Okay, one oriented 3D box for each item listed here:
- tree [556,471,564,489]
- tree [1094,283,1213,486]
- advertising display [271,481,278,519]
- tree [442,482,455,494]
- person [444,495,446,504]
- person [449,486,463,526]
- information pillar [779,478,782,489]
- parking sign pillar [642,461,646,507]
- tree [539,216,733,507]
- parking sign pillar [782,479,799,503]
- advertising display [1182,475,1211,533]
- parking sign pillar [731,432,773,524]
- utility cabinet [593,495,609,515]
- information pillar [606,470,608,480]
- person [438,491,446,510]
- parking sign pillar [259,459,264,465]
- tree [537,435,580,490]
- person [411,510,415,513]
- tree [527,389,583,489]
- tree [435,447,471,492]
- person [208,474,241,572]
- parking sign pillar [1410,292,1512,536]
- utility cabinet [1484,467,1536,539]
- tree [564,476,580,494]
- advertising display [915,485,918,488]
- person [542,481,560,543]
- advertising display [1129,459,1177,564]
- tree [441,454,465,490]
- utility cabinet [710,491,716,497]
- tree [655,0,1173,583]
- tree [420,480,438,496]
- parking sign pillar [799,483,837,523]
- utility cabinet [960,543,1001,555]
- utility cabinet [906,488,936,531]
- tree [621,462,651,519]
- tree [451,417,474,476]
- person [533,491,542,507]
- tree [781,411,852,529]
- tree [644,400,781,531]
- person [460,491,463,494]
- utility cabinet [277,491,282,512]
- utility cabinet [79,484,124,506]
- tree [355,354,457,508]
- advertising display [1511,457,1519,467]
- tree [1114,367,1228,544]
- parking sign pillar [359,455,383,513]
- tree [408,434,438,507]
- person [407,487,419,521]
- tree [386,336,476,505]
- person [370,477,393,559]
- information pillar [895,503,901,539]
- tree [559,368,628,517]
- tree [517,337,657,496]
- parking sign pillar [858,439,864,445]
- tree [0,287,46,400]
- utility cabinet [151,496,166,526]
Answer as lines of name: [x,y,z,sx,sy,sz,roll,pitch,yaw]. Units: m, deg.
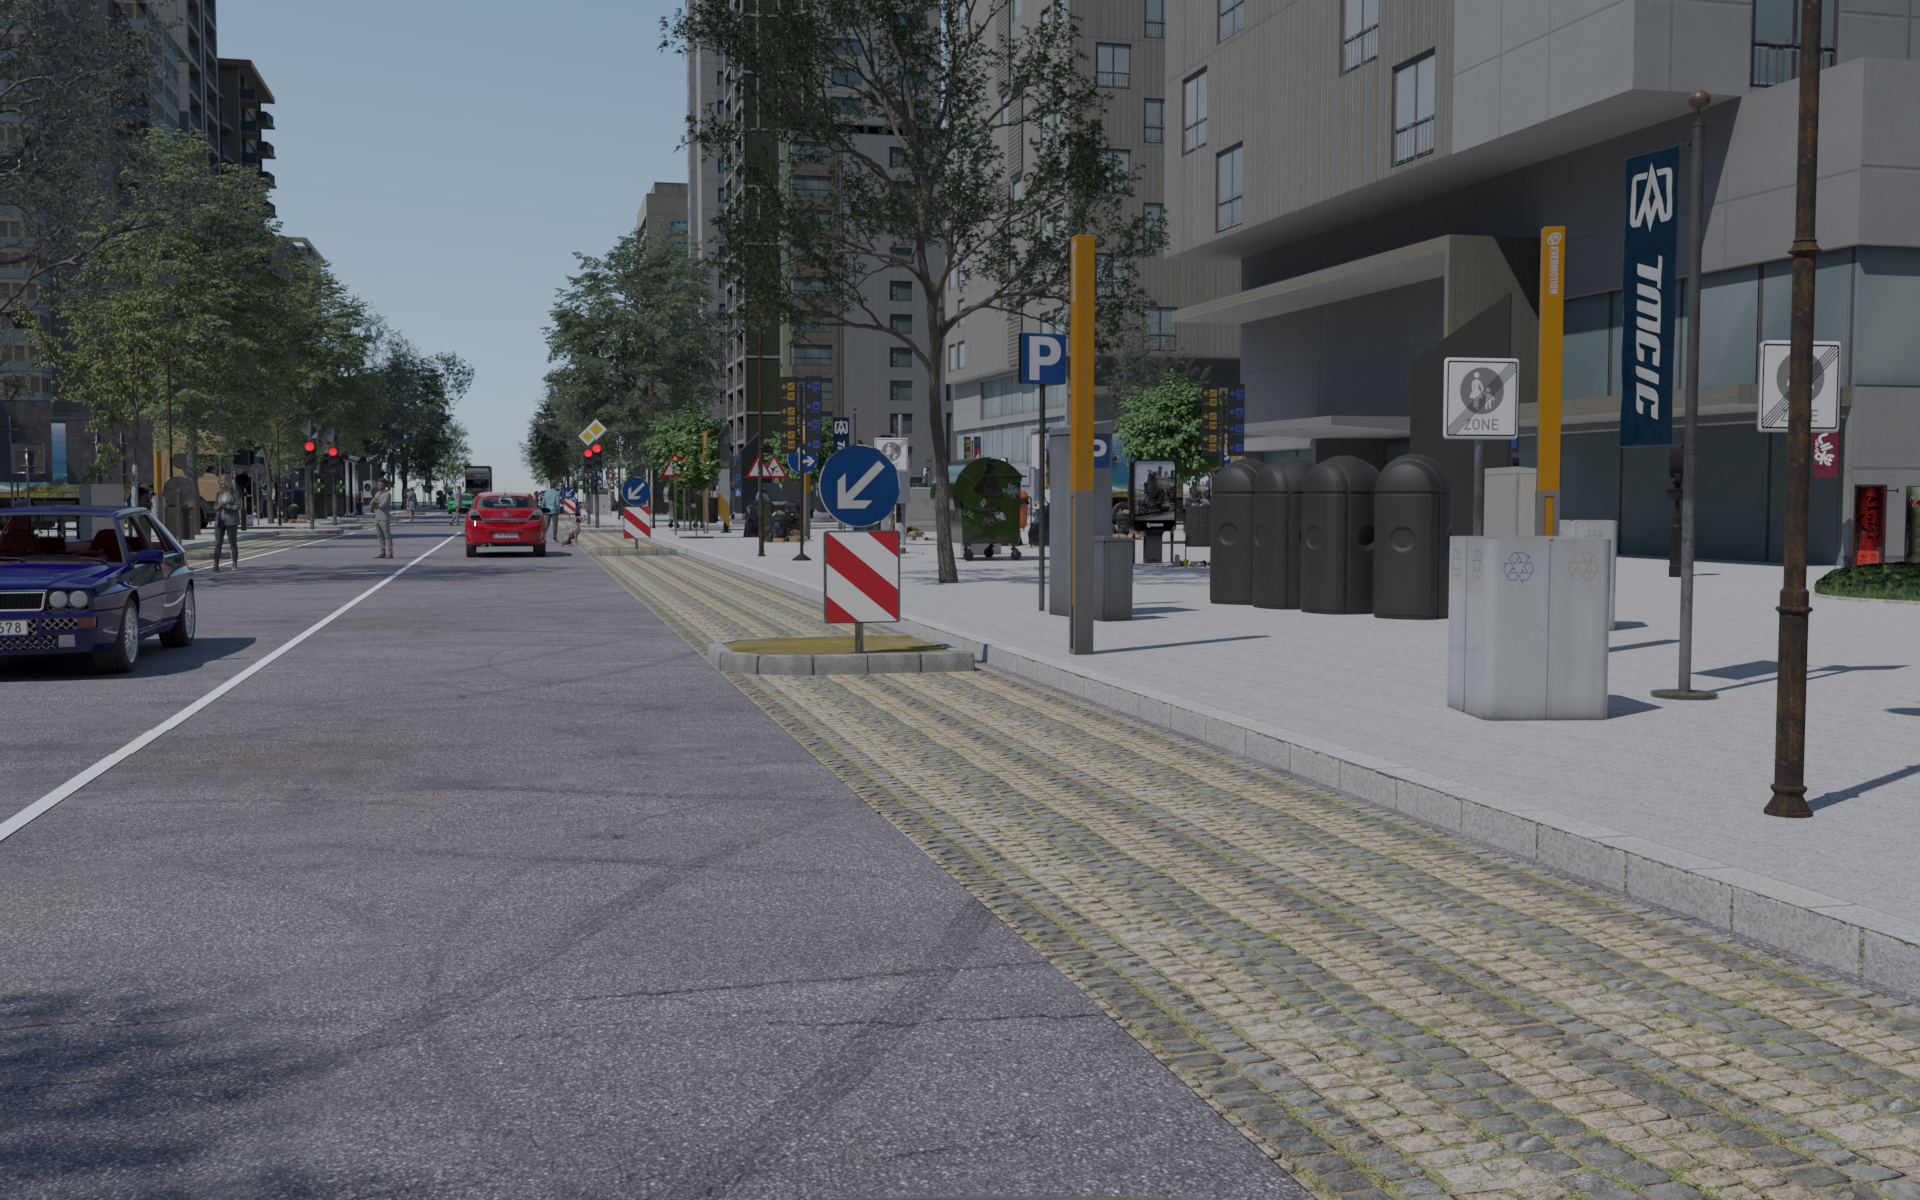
tree: [-57.035,-18.112,246.500,4.737,8.622,4.395,0,3,0]
tree: [6.390,-6.714,60.138,4.360,8.622,3.978,0,3,0]
advertising display: [-38.023,-5.561,96.136,0.123,1.923,0.974,-2,4,-33]
tree: [-69.899,-14.766,236.023,1.663,3.219,1.824,0,3,0]
person: [-47.756,-9.073,160.071,0.599,1.433,0.991,0,4,-2]
person: [-22.620,-4.250,78.111,0.853,1.813,0.709,-3,4,-36]
information pillar: [-15.152,-9.458,145.990,0.183,3.616,0.504,-2,4,-25]
parking sign pillar: [-21.660,-7.970,118.774,1.447,3.967,1.447,0,4,5]
tree: [-15.204,-10.651,80.793,9.857,13.997,8.962,0,3,0]
parking sign pillar: [-10.204,-7.189,106.019,1.447,3.967,1.447,0,4,7]
advertising display: [7.737,-3.152,56.742,0.974,1.923,0.123,2,4,32]
parking sign pillar: [-9.070,-5.236,74.074,1.447,3.967,1.447,2,4,34]
utility cabinet: [-21.798,-5.759,105.329,1.020,1.237,0.306,0,4,3]
information pillar: [-29.450,-9.397,145.001,0.504,3.616,0.183,3,4,38]
person: [-47.172,-9.085,157.589,0.434,1.755,0.990,2,4,29]
parking sign pillar: [-52.980,-8.694,130.615,1.447,3.967,1.447,1,4,9]
tree: [-53.923,-18.960,235.757,9.928,11.665,9.643,0,3,0]
person: [-40.993,-7.411,129.773,0.635,1.810,0.391,2,4,31]
tree: [-40.509,-15.831,176.960,7.486,12.596,7.792,0,3,0]
tree: [-86.198,-22.052,294.966,7.601,10.594,8.767,-1,4,-8]
person: [-13.574,-1.429,32.048,0.537,1.800,0.526,1,4,16]
parking sign pillar: [6.840,-2.153,23.668,1.447,3.967,1.447,2,4,25]
utility cabinet: [4.692,-0.361,14.578,0.318,1.500,1.173,0,4,5]
tree: [-38.134,-10.818,171.478,1.663,3.219,1.824,0,3,0]
advertising display: [-3.030,-7.045,120.403,0.123,1.923,0.974,0,4,6]
person: [-12.121,-2.612,51.228,0.660,1.820,0.620,1,4,18]
advertising display: [3.568,-1.639,32.005,0.974,1.923,0.123,-2,4,-28]
tree: [-80.901,-19.929,276.197,4.737,8.622,4.395,0,3,0]
utility cabinet: [-18.004,-7.192,126.267,1.173,1.500,0.318,-1,4,-16]
tree: [-0.506,-5.523,24.717,7.601,10.594,8.767,0,4,7]
tree: [-56.045,-11.472,182.172,1.663,3.219,1.824,0,3,0]
parking sign pillar: [-6.238,-5.465,77.831,1.447,3.967,1.447,-1,4,-20]
utility cabinet: [0.448,-1.552,36.544,0.306,1.237,1.020,3,5,42]
utility cabinet: [-1.319,-3.069,58.853,1.173,1.500,0.318,-1,4,-23]
tree: [-17.095,-5.818,89.723,1.663,3.219,1.824,0,3,0]
tree: [-68.462,-18.607,229.980,9.928,11.665,9.643,0,3,0]
person: [-37.735,-8.886,154.503,1.217,1.735,0.721,0,4,5]
tree: [-5.575,-4.938,64.444,4.285,4.588,4.351,0,3,0]
tree: [-9.446,-4.722,60.925,4.285,4.588,4.351,0,3,0]
person: [-39.374,-7.820,136.454,0.694,1.812,0.767,-3,4,-38]
utility cabinet: [-53.334,-7.781,135.892,1.173,1.500,0.318,-2,4,-34]
utility cabinet: [-19.308,-1.853,38.973,0.318,1.500,1.173,1,4,8]
tree: [-49.718,-15.190,155.017,9.857,13.997,8.962,0,3,0]
advertising display: [9.636,-1.552,30.588,0.123,1.923,0.974,0,4,-1]
tree: [5.603,-3.750,45.023,4.285,4.588,4.351,0,3,0]
parking sign pillar: [-40.647,-7.988,119.074,1.447,3.967,1.447,-1,4,-18]
tree: [-54.922,-13.855,176.889,4.360,8.622,3.978,0,3,0]
person: [-28.762,-5.040,90.990,0.616,1.811,0.778,-1,4,-20]
tree: [-65.259,-21.576,208.649,12.611,20.169,13.585,0,3,0]
person: [-12.866,-1.820,38.445,0.511,1.800,0.466,2,4,24]
information pillar: [-1.695,-2.750,49.449,0.304,2.012,0.304,0,4,6]
tree: [-20.033,-9.026,97.943,4.360,8.622,3.978,0,3,0]
tree: [-28.347,-13.694,134.273,12.009,13.543,11.850,0,3,0]
parking sign pillar: [-4.522,-5.957,85.874,1.447,3.967,1.447,2,4,32]
tree: [-32.271,-6.512,56.835,4.360,8.622,3.978,0,3,0]
utility cabinet: [-28.583,-3.083,61.571,1.020,1.237,0.306,3,5,40]
